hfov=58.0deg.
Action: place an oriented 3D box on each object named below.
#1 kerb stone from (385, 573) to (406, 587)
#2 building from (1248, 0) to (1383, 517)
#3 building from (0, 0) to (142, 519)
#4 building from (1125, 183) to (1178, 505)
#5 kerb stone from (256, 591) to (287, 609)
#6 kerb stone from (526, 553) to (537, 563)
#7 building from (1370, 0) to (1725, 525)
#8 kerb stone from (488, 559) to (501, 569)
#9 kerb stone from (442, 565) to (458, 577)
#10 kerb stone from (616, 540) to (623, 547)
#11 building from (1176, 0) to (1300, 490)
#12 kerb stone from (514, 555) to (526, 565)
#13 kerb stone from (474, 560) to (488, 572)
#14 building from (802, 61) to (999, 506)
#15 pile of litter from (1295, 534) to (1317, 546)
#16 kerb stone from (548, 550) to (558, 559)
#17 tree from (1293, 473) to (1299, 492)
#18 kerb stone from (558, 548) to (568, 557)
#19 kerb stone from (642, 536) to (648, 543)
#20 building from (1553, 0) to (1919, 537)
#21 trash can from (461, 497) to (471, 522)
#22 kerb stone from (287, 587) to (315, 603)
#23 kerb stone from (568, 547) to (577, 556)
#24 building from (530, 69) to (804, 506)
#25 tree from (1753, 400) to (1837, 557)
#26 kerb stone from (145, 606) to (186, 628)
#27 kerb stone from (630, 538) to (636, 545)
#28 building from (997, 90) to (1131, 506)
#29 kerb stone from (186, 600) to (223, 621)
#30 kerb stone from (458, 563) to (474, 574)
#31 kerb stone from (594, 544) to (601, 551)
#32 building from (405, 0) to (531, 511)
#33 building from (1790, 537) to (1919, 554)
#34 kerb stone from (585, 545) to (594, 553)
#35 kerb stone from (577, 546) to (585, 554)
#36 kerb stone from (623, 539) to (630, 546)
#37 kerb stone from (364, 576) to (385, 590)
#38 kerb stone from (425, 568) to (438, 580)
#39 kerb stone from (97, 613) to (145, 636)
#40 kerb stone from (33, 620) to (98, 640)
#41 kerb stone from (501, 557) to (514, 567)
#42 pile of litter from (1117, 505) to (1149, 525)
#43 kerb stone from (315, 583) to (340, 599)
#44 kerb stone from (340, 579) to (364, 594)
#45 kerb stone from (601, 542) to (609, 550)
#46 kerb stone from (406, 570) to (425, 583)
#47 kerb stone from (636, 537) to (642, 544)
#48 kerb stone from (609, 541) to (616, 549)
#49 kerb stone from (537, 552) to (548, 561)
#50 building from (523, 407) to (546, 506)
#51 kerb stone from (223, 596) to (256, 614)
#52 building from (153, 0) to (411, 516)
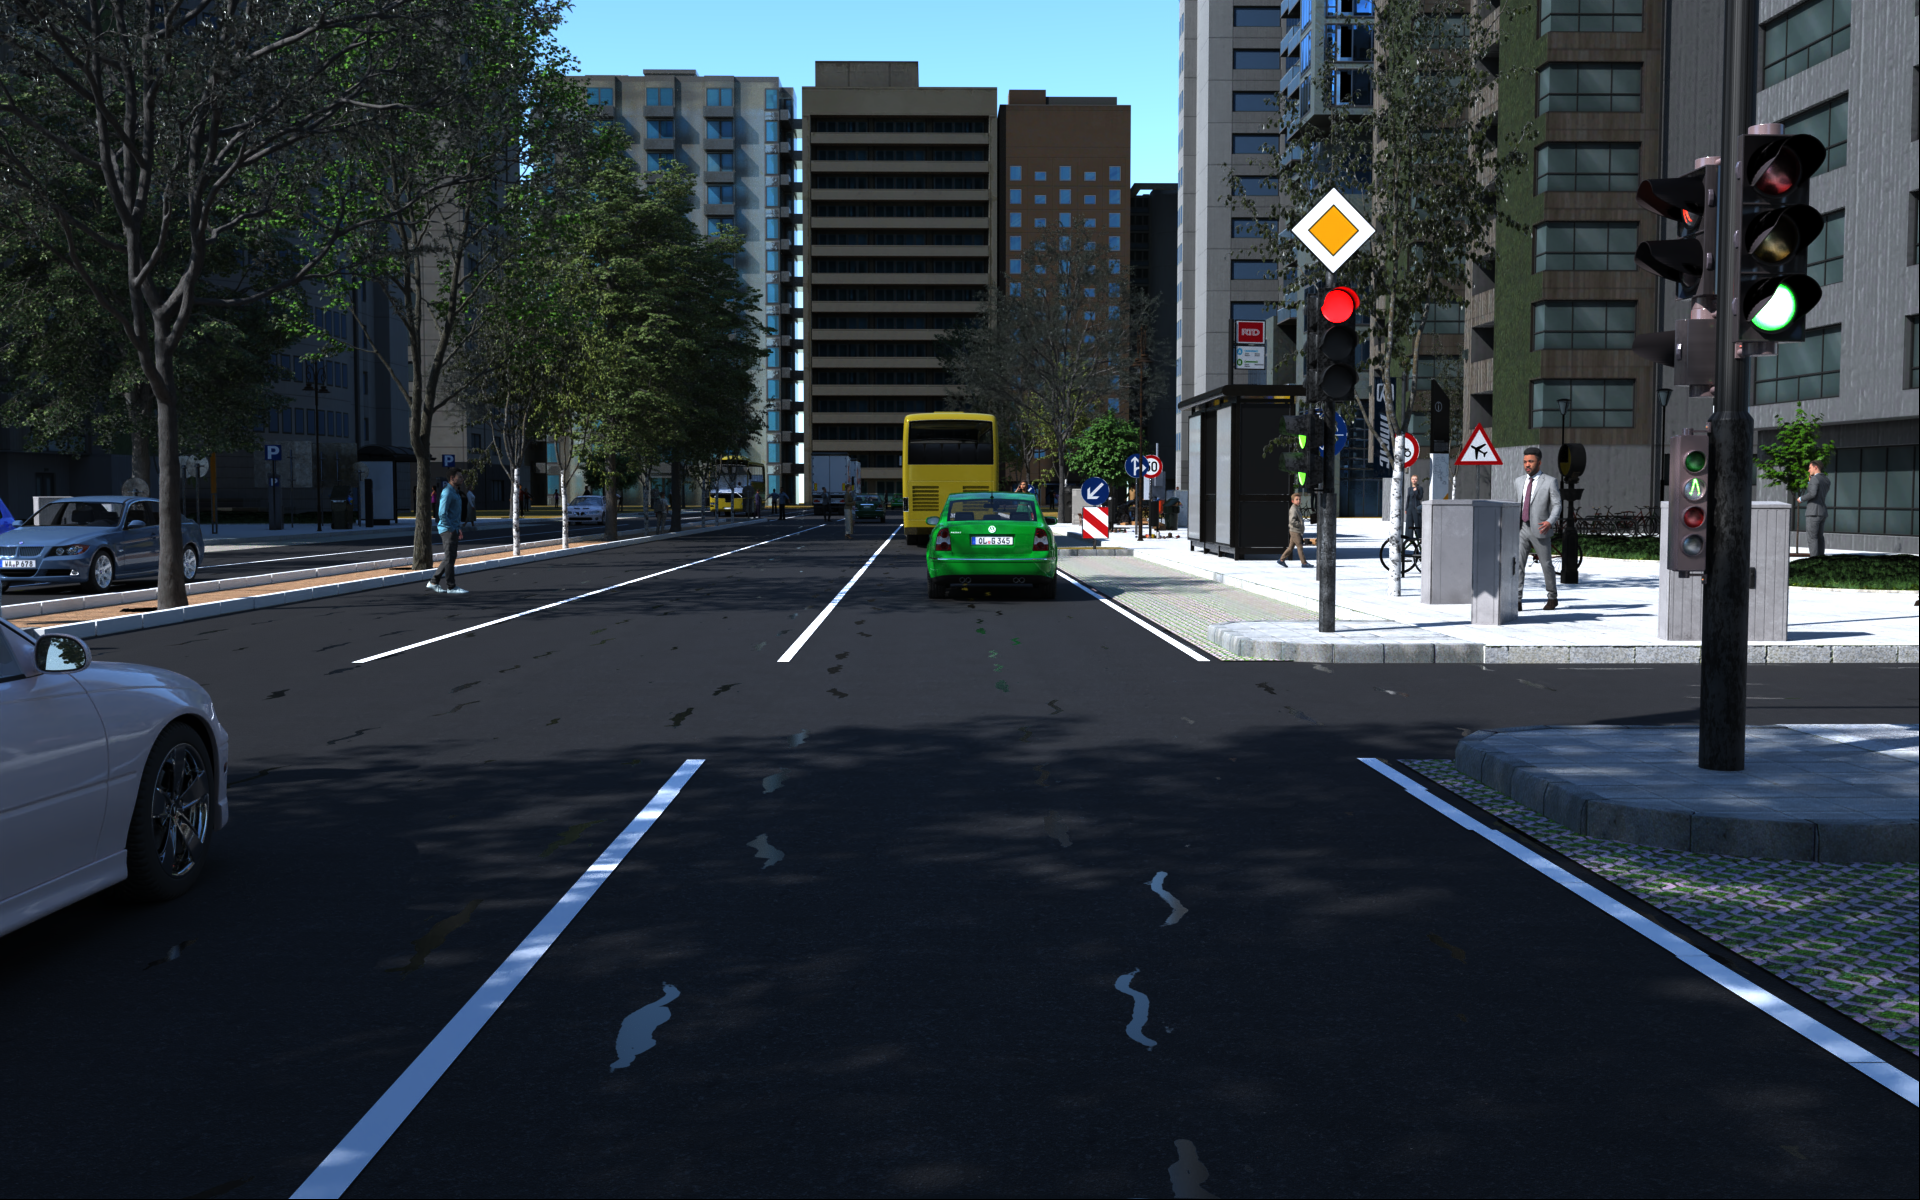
[{"bbox_3d":[-8.948,-0.305,27.187,0.120,0.150,1.000,0,4,-1],"label":"kerb stone"},{"bbox_3d":[28.767,-48.666,108.361,22.319,86.520,31.000,0,4,-1],"label":"building"},{"bbox_3d":[-41.219,-23.446,66.931,14.154,41.232,14.086,0,4,-1],"label":"building"},{"bbox_3d":[30.610,-31.383,205.000,23.993,40.220,32.217,0,4,-1],"label":"building"},{"bbox_3d":[-8.854,0.010,22.073,0.120,0.150,1.000,0,4,-1],"label":"kerb stone"},{"bbox_3d":[-9.119,-0.861,36.407,0.120,0.150,1.000,0,4,-1],"label":"kerb stone"},{"bbox_3d":[27.245,-19.128,84.446,14.160,30.474,14.107,0,4,-1],"label":"building"},{"bbox_3d":[-9.062,-0.681,33.329,0.120,0.150,1.000,0,4,-1],"label":"kerb stone"},{"bbox_3d":[-9.005,-0.493,30.259,0.120,0.150,1.000,0,4,-1],"label":"kerb stone"},{"bbox_3d":[-9.298,-1.496,46.654,0.120,0.150,1.000,0,4,-1],"label":"kerb stone"},{"bbox_3d":[28.091,-36.499,138.759,21.231,58.520,28.212,0,4,-1],"label":"building"},{"bbox_3d":[-9.097,-0.806,35.377,0.120,0.150,1.000,0,4,-1],"label":"kerb stone"},{"bbox_3d":[-9.044,-0.611,32.307,0.120,0.150,1.000,0,4,-1],"label":"kerb stone"},{"bbox_3d":[-6.684,-35.134,198.136,21.600,48.544,21.300,0,4,-1],"label":"building"},{"bbox_3d":[8.541,-1.816,43.661,1.176,0.858,1.719,0,4,4],"label":"pile of litter"},{"bbox_3d":[-9.147,-0.995,38.461,0.120,0.150,1.000,0,4,-1],"label":"kerb stone"},{"bbox_3d":[12.856,-4.588,69.616,1.663,3.219,1.824,0,3,0],"label":"tree"},{"bbox_3d":[-9.165,-1.057,39.483,0.120,0.150,1.000,0,4,-1],"label":"kerb stone"},{"bbox_3d":[-9.371,-1.746,50.766,0.120,0.150,1.000,0,4,-1],"label":"kerb stone"},{"bbox_3d":[25.672,-17.777,62.348,14.160,30.474,14.107,0,4,-1],"label":"building"},{"bbox_3d":[-22.692,-4.151,79.526,0.748,1.137,0.748,0,3,0],"label":"trash can"},{"bbox_3d":[-8.876,-0.053,23.095,0.120,0.150,1.000,0,4,-1],"label":"kerb stone"},{"bbox_3d":[-9.188,-1.120,40.505,0.120,0.150,1.000,0,4,-1],"label":"kerb stone"},{"bbox_3d":[-32.718,-35.392,198.261,30.456,49.044,23.786,0,4,-1],"label":"building"},{"bbox_3d":[17.148,-2.513,35.693,1.663,3.219,1.824,0,3,0],"label":"tree"},{"bbox_3d":[-8.792,0.199,18.997,0.120,0.150,1.000,0,4,-1],"label":"kerb stone"},{"bbox_3d":[-9.333,-1.622,48.714,0.120,0.150,1.000,0,4,-1],"label":"kerb stone"},{"bbox_3d":[11.270,-33.351,195.403,14.200,45.320,14.600,0,4,-1],"label":"building"},{"bbox_3d":[-8.818,0.133,20.026,0.120,0.150,1.000,0,4,-1],"label":"kerb stone"},{"bbox_3d":[-9.024,-0.553,31.282,0.120,0.150,1.000,0,4,-1],"label":"kerb stone"},{"bbox_3d":[-9.242,-1.308,43.577,0.120,0.150,1.000,0,4,-1],"label":"kerb stone"},{"bbox_3d":[-48.090,-42.963,140.691,20.611,71.187,20.563,0,4,-1],"label":"building"},{"bbox_3d":[26.289,-16.190,36.404,14.107,30.474,14.160,0,4,-1],"label":"building"},{"bbox_3d":[-9.218,-1.245,42.549,0.120,0.150,1.000,0,4,-1],"label":"kerb stone"},{"bbox_3d":[-9.208,-1.177,41.528,0.120,0.150,1.000,0,4,-1],"label":"kerb stone"},{"bbox_3d":[-9.316,-1.559,47.689,0.120,0.150,1.000,0,4,-1],"label":"kerb stone"},{"bbox_3d":[-8.937,-0.243,26.165,0.120,0.150,1.000,0,4,-1],"label":"kerb stone"},{"bbox_3d":[-8.986,-0.431,29.237,0.120,0.150,1.000,0,4,-1],"label":"kerb stone"},{"bbox_3d":[-8.777,0.259,17.975,0.120,0.150,1.000,0,4,-1],"label":"kerb stone"},{"bbox_3d":[-8.764,0.323,16.949,0.120,0.150,1.000,0,4,-1],"label":"kerb stone"},{"bbox_3d":[-9.076,-0.740,34.355,0.120,0.150,1.000,0,4,-1],"label":"kerb stone"},{"bbox_3d":[7.302,-3.528,71.650,1.719,0.858,1.176,0,4,-1],"label":"pile of litter"},{"bbox_3d":[-8.894,-0.118,24.118,0.120,0.150,1.000,0,4,-1],"label":"kerb stone"},{"bbox_3d":[-8.911,-0.180,25.140,0.120,0.150,1.000,0,4,-1],"label":"kerb stone"},{"bbox_3d":[-9.259,-1.365,44.599,0.120,0.150,1.000,0,4,-1],"label":"kerb stone"},{"bbox_3d":[-8.969,-0.368,28.214,0.120,0.150,1.000,0,4,-1],"label":"kerb stone"},{"bbox_3d":[-9.348,-1.685,49.740,0.120,0.150,1.000,0,4,-1],"label":"kerb stone"},{"bbox_3d":[-9.275,-1.430,45.622,0.120,0.150,1.000,0,4,-1],"label":"kerb stone"},{"bbox_3d":[-9.127,-0.925,37.430,0.120,0.150,1.000,0,4,-1],"label":"kerb stone"},{"bbox_3d":[-62.683,-21.818,201.755,28.899,21.520,27.650,0,4,-1],"label":"building"},{"bbox_3d":[-8.842,0.070,21.048,0.120,0.150,1.000,0,4,-1],"label":"kerb stone"},{"bbox_3d":[-48.057,-34.334,103.357,21.231,58.520,28.212,0,4,-1],"label":"building"}]
